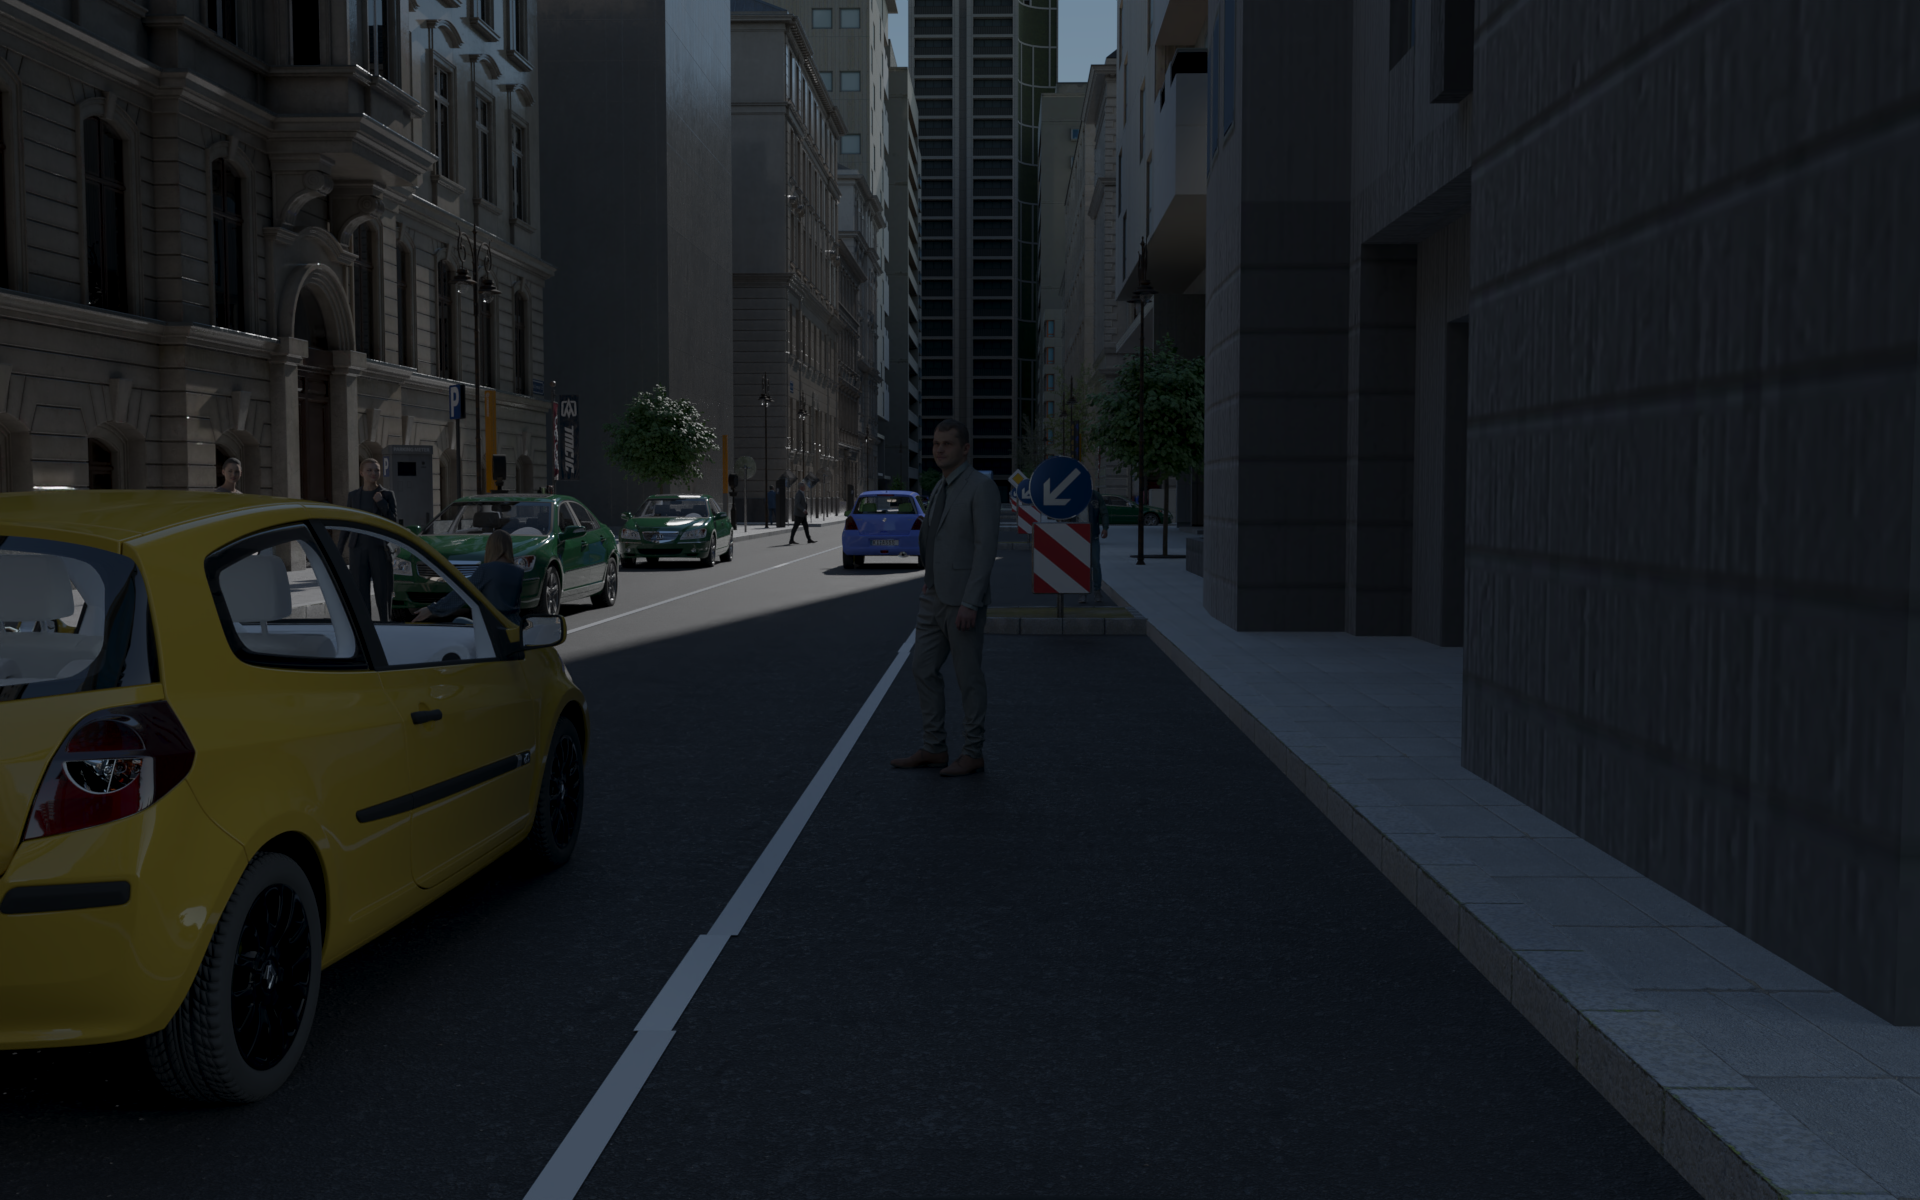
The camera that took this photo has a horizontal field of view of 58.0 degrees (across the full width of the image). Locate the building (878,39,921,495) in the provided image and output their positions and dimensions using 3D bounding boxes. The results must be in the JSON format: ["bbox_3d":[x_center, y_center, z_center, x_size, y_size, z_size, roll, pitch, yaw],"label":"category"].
[{"bbox_3d":[-15.720,-34.605,189.500,21.300,48.544,21.600,0,4,2],"label":"building"}]

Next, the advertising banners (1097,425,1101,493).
[{"bbox_3d":[3.530,-2.935,44.178,0.090,3.025,2.074,0,4,4],"label":"advertising banners"}]

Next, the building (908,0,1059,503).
[{"bbox_3d":[3.479,-49.293,244.186,20.611,71.187,20.563,0,4,2],"label":"building"}]

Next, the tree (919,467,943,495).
[{"bbox_3d":[-3.455,-13.743,208.415,4.285,4.588,4.351,0,3,0],"label":"tree"}]

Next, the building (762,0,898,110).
[{"bbox_3d":[-20.904,-35.215,165.003,28.713,52.752,27.495,0,4,2],"label":"building"}]

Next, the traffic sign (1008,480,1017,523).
[{"bbox_3d":[2.507,-4.443,76.284,0.795,2.450,0.064,0,4,2],"label":"traffic sign"}]

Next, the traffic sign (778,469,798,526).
[{"bbox_3d":[-6.802,-3.971,68.571,0.795,2.450,0.064,0,4,2],"label":"traffic sign"}]

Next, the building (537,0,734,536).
[{"bbox_3d":[-23.651,-14.747,60.186,30.058,24.678,14.314,0,4,2],"label":"building"}]

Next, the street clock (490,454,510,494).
[{"bbox_3d":[-8.416,-1.658,31.683,0.358,2.002,0.471,-1,4,-18],"label":"street clock"}]

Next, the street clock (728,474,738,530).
[{"bbox_3d":[-8.033,-3.477,61.417,0.358,2.002,0.471,1,4,12],"label":"street clock"}]

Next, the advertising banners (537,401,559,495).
[{"bbox_3d":[-7.646,-2.206,32.261,0.090,3.025,2.074,0,4,-3],"label":"advertising banners"}]

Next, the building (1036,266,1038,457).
[{"bbox_3d":[16.597,-27.362,219.076,14.160,30.474,14.107,0,4,2],"label":"building"}]

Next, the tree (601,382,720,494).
[{"bbox_3d":[-8.668,-4.079,50.403,4.285,4.588,4.351,0,3,0],"label":"tree"}]

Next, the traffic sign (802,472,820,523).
[{"bbox_3d":[-6.583,-4.459,76.553,0.795,2.450,0.064,0,4,2],"label":"traffic sign"}]

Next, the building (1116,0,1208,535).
[{"bbox_3d":[18.979,-28.296,51.886,28.713,52.752,27.495,0,4,2],"label":"building"}]

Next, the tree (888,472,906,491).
[{"bbox_3d":[-5.591,-9.642,152.250,1.663,3.219,1.824,0,3,0],"label":"tree"}]

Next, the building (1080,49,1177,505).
[{"bbox_3d":[15.851,-15.460,81.650,19.941,23.489,11.050,0,4,2],"label":"building"}]

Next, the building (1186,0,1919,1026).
[{"bbox_3d":[13.122,-28.995,16.070,21.231,58.520,28.212,0,4,2],"label":"building"}]

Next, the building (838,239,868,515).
[{"bbox_3d":[-11.974,-15.127,111.952,10.561,19.102,19.286,0,4,2],"label":"building"}]

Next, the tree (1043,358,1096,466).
[{"bbox_3d":[6.384,-8.827,94.684,4.737,8.622,4.395,0,3,0],"label":"tree"}]

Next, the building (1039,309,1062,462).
[{"bbox_3d":[22.114,-20.251,176.144,27.650,21.520,28.899,0,4,2],"label":"building"}]

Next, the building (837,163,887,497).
[{"bbox_3d":[-13.282,-21.144,133.087,14.401,28.519,23.554,0,4,2],"label":"building"}]

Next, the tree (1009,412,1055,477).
[{"bbox_3d":[6.494,-12.487,154.523,4.360,8.622,3.978,0,3,0],"label":"tree"}]

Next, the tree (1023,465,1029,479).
[{"bbox_3d":[7.099,-10.774,159.873,4.285,4.588,4.351,0,3,0],"label":"tree"}]

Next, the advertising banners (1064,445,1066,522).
[{"bbox_3d":[3.723,-3.999,61.567,0.090,3.025,2.074,0,4,3],"label":"advertising banners"}]

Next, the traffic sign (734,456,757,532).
[{"bbox_3d":[-7.196,-3.544,58.046,0.768,2.556,0.104,0,4,3],"label":"traffic sign"}]

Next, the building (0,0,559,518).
[{"bbox_3d":[-16.802,-12.881,29.696,14.460,24.649,34.723,0,4,2],"label":"building"}]

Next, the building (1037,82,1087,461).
[{"bbox_3d":[19.826,-35.285,200.609,21.300,48.544,21.600,0,4,2],"label":"building"}]

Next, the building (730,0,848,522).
[{"bbox_3d":[-13.080,-17.878,89.569,12.463,27.353,25.104,0,4,2],"label":"building"}]

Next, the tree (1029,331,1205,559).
[{"bbox_3d":[4.193,-3.130,34.896,4.285,4.588,4.351,0,3,0],"label":"tree"}]

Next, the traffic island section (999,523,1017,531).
[{"bbox_3d":[2.312,-2.819,68.379,2.009,0.180,2.903,0,4,2],"label":"traffic island section"}]

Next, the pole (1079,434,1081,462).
[{"bbox_3d":[3.982,-3.952,58.458,0.158,3.312,0.155,0,3,0],"label":"pole"}]

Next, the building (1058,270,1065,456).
[{"bbox_3d":[13.156,-17.876,141.419,9.793,20.994,18.267,0,4,2],"label":"building"}]

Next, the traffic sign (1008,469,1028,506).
[{"bbox_3d":[2.289,-3.955,68.302,0.795,2.450,0.064,0,4,2],"label":"traffic sign"}]

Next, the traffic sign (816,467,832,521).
[{"bbox_3d":[-6.520,-5.062,82.876,0.768,2.556,0.104,0,4,8],"label":"traffic sign"}]

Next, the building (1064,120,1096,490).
[{"bbox_3d":[17.132,-18.988,114.975,19.350,26.468,34.151,0,4,2],"label":"building"}]
